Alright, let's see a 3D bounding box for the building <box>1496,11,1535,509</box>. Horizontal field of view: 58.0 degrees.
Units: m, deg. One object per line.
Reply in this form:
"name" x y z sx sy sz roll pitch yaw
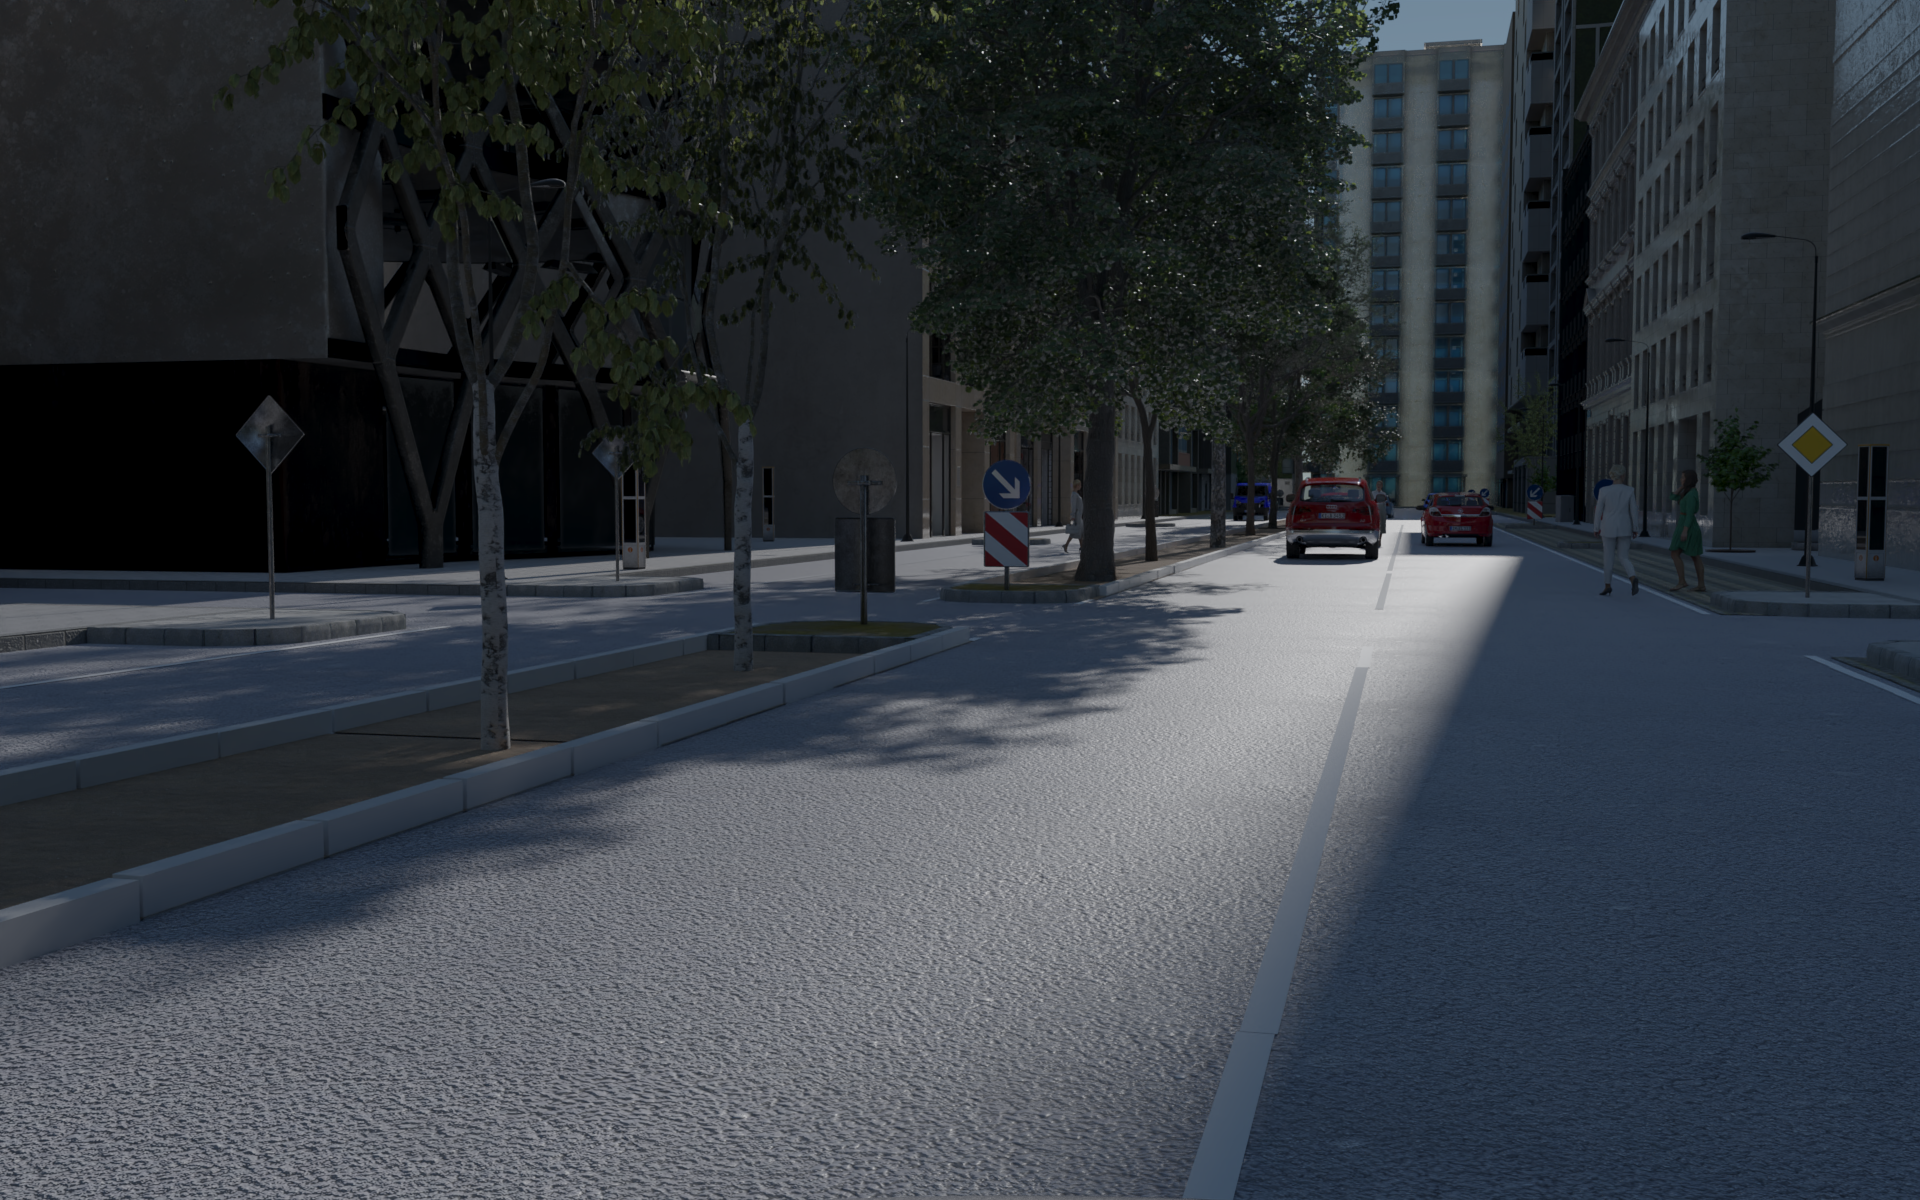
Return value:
"building" 56.672 -31.031 157.473 14.600 45.320 14.200 1 4 15

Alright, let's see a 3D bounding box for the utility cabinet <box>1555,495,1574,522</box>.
"utility cabinet" 27.684 -4.165 79.267 1.020 1.237 0.306 -3 4 -37

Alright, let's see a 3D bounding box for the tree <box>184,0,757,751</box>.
"tree" -2.617 -3.447 9.183 4.737 8.622 4.395 0 3 0

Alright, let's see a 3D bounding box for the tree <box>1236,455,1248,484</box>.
"tree" 23.200 -9.826 144.373 4.285 4.588 4.351 0 3 0

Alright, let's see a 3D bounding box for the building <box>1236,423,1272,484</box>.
"building" 13.878 -19.501 163.880 28.899 21.520 27.650 1 4 15

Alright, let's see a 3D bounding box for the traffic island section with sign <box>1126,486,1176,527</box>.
"traffic island section with sign" 8.383 -4.105 75.744 1.989 1.847 2.006 1 4 15

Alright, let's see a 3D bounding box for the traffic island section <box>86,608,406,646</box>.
"traffic island section" -7.073 0.276 17.766 2.009 0.180 2.903 1 4 15

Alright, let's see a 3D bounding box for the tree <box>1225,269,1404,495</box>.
"tree" 16.147 -9.953 82.199 9.611 12.733 9.660 0 3 0

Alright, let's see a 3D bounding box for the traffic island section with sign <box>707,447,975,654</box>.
"traffic island section with sign" -1.098 -0.509 16.459 2.006 1.907 1.989 1 4 15

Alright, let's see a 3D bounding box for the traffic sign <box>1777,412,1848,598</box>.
"traffic sign" 10.488 -1.085 21.376 0.795 2.450 0.064 1 4 15

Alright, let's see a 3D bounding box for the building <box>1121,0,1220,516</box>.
"building" 5.321 -28.139 114.695 22.147 44.769 28.867 1 4 15

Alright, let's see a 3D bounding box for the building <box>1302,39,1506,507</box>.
"building" 52.364 -34.637 185.920 30.456 49.044 23.786 1 4 15

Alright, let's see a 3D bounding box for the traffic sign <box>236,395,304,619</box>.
"traffic sign" -7.049 -0.860 17.699 0.795 2.450 0.064 1 4 15

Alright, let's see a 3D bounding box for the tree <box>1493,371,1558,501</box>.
"tree" 34.153 -9.351 103.255 4.737 8.622 4.395 0 3 0

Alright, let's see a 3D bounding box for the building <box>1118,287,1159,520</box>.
"building" 4.183 -14.483 91.547 10.420 20.320 16.860 1 4 15

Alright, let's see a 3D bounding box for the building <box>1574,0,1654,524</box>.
"building" 30.313 -14.057 65.981 11.583 22.565 21.152 1 4 15

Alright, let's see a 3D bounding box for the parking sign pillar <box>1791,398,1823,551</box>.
"parking sign pillar" 19.728 -3.110 39.320 1.447 3.967 1.447 3 4 38

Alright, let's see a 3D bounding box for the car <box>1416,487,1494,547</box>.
"car" 13.979 -2.434 48.831 2.155 1.783 4.494 1 4 13

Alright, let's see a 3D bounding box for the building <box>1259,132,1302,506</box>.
"building" 29.725 -30.825 187.586 14.086 41.232 14.154 1 4 15

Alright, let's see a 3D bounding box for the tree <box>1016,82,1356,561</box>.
"tree" 4.188 -6.116 36.874 8.767 10.594 7.601 1 4 15

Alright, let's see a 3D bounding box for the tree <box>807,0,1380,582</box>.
"tree" 2.253 -7.282 28.167 9.857 13.997 8.962 0 3 0

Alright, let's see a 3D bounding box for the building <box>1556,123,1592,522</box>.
"building" 36.097 -15.528 83.564 12.332 23.373 15.834 1 4 15

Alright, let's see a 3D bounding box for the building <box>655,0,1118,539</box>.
"building" -6.075 -16.086 67.522 19.350 26.468 34.151 1 4 15

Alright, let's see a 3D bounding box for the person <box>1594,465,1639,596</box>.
"person" 9.200 -0.967 24.194 0.514 1.842 0.818 0 4 -7

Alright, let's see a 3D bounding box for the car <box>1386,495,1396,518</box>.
"car" 25.018 -5.605 103.637 2.014 1.417 4.499 1 4 16

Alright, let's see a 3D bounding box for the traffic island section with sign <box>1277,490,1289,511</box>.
"traffic island section with sign" 27.840 -8.672 150.411 1.989 1.847 2.006 1 4 15

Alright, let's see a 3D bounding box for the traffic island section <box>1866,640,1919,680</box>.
"traffic island section" 8.499 0.524 13.719 2.009 0.180 2.903 1 4 15

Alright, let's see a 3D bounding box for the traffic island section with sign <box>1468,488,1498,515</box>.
"traffic island section with sign" 36.269 -6.827 120.242 1.989 1.847 2.006 1 4 15

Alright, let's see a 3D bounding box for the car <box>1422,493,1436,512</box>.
"car" 31.764 -6.472 115.414 1.945 1.707 3.694 1 4 14

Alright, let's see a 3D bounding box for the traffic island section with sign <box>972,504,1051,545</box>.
"traffic island section with sign" 1.530 -2.497 49.451 1.989 1.847 2.006 1 4 15

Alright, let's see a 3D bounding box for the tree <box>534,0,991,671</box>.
"tree" -1.703 -3.739 13.948 4.360 8.622 3.978 0 3 0

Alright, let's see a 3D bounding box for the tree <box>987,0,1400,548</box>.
"tree" 5.907 -11.518 46.660 12.611 20.169 13.585 0 3 0

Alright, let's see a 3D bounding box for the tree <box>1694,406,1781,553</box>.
"tree" 16.971 -2.657 38.046 1.663 3.219 1.824 0 3 0

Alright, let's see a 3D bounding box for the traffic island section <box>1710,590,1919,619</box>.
"traffic island section" 10.512 0.051 21.447 2.009 0.180 2.903 1 4 15

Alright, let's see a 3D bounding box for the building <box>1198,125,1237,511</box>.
"building" 13.979 -22.223 135.044 14.160 30.474 14.107 1 4 15

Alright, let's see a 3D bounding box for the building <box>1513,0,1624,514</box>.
"building" 47.677 -41.198 111.837 20.563 71.187 20.611 1 4 15

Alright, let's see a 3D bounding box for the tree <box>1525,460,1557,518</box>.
"tree" 33.064 -6.321 97.958 1.663 3.219 1.824 0 3 0

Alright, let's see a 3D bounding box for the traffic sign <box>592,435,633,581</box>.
"traffic sign" -5.035 -1.332 25.427 0.795 2.450 0.064 1 4 15

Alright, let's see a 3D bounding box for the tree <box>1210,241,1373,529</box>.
"tree" 12.911 -8.709 70.597 9.928 11.665 9.643 0 3 0

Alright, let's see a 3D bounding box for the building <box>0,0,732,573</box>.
"building" -13.819 -10.360 36.832 16.820 18.784 16.811 1 4 15

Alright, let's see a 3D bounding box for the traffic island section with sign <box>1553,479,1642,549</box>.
"traffic island section with sign" 16.848 -2.266 45.672 1.989 1.847 2.006 1 4 15

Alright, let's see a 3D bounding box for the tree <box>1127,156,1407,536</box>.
"tree" 9.964 -8.935 58.921 12.009 13.543 11.850 0 3 0

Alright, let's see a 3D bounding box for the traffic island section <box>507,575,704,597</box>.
"traffic island section" -5.060 -0.197 25.494 2.009 0.180 2.903 1 4 15

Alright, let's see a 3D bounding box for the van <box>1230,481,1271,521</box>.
"van" 16.018 -5.516 94.565 2.240 2.365 5.245 1 4 14

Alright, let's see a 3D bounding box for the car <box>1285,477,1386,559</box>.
"car" 8.617 -1.907 39.846 2.281 1.827 5.304 1 4 14

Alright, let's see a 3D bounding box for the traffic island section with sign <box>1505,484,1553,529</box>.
"traffic island section with sign" 23.644 -3.861 71.760 1.989 1.847 2.006 1 4 15

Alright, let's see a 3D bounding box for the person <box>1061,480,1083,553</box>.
"person" 2.796 -2.032 42.070 0.624 1.780 0.694 1 4 18

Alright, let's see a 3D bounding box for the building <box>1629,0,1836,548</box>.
"building" 25.200 -11.806 47.776 10.420 20.320 16.860 1 4 15

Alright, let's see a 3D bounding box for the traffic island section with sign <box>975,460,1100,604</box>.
"traffic island section with sign" 0.779 -0.947 23.625 2.006 1.907 1.989 1 4 15

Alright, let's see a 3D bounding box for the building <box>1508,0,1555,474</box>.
"building" 57.805 -33.389 135.147 28.713 52.752 27.495 1 4 15

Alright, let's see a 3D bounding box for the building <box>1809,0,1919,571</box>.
"building" 36.572 -15.024 22.051 44.131 29.872 17.030 1 4 15
